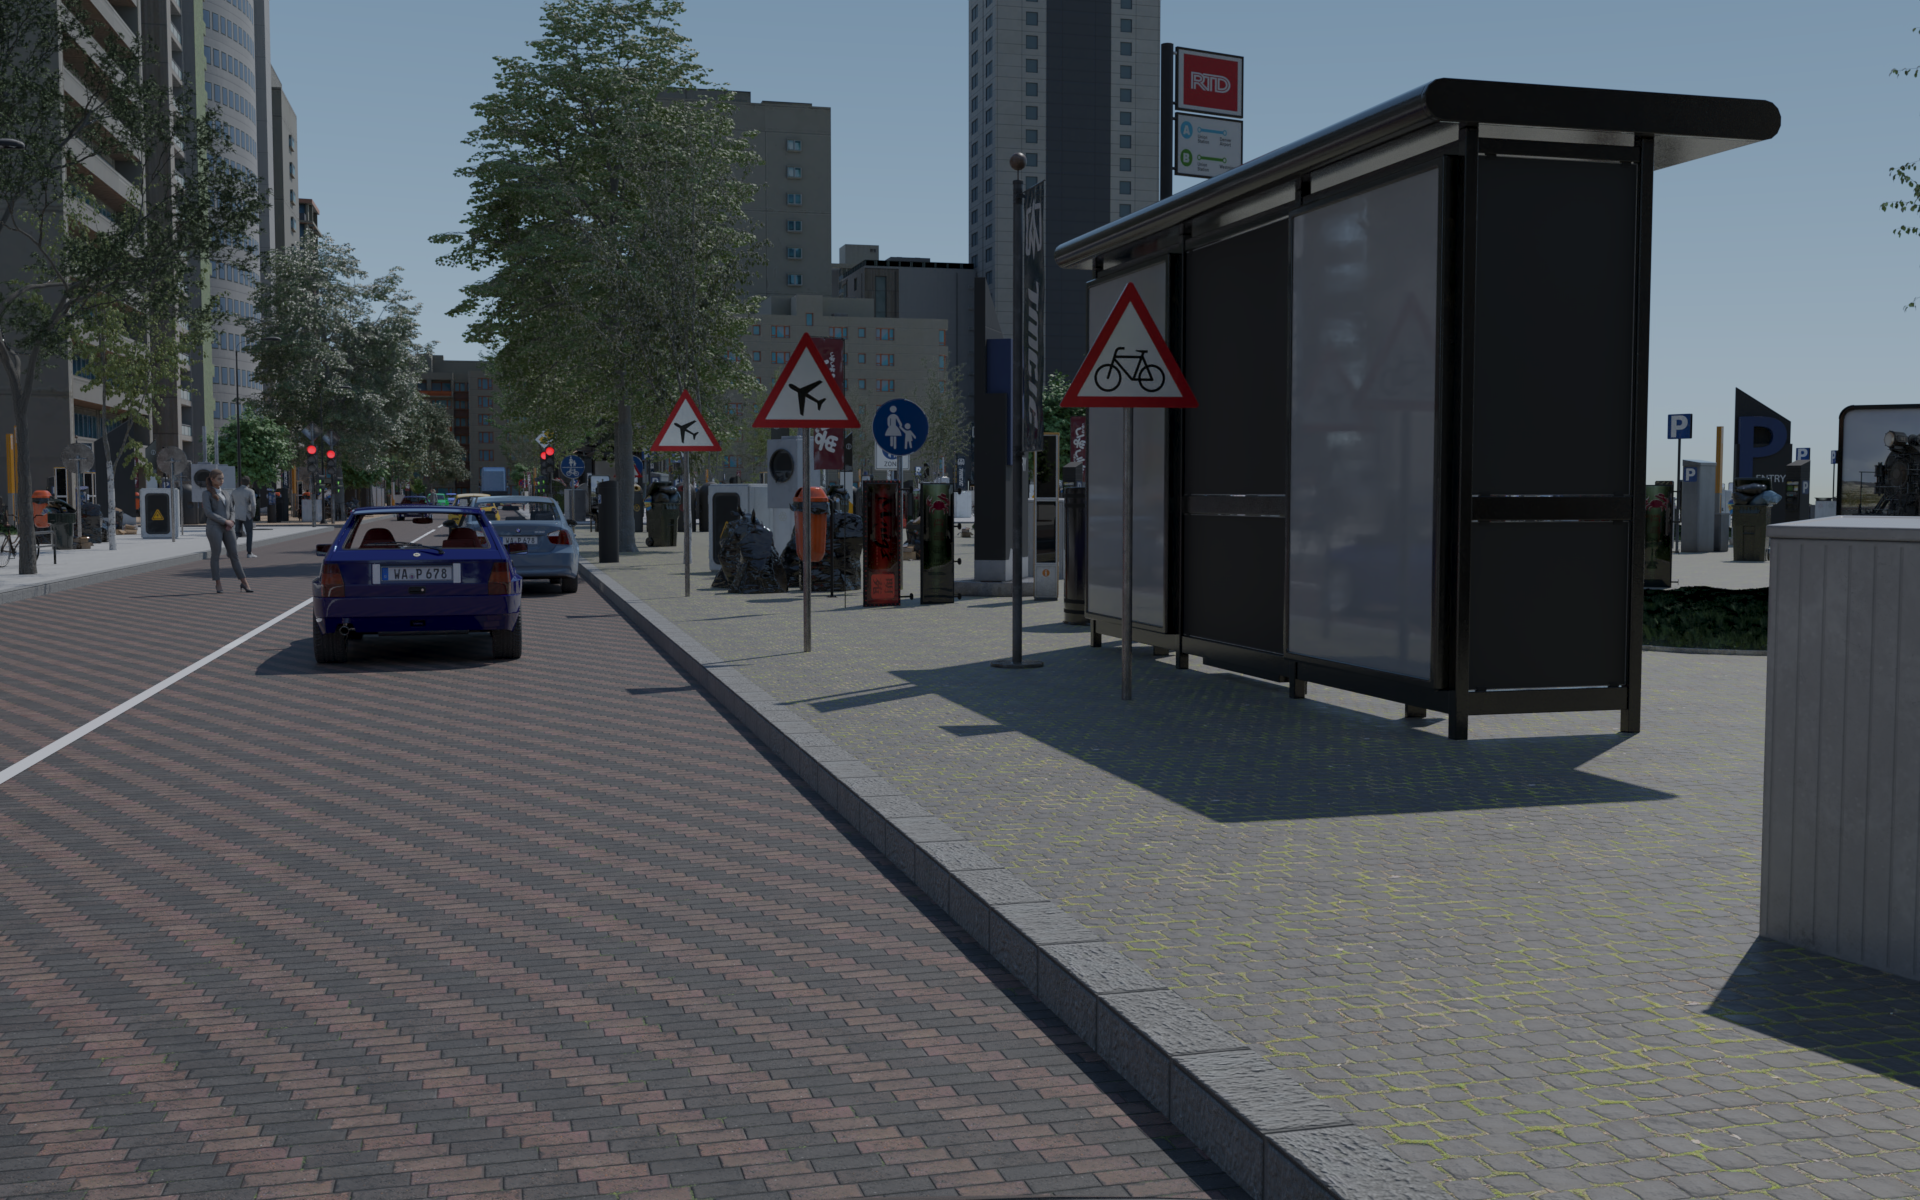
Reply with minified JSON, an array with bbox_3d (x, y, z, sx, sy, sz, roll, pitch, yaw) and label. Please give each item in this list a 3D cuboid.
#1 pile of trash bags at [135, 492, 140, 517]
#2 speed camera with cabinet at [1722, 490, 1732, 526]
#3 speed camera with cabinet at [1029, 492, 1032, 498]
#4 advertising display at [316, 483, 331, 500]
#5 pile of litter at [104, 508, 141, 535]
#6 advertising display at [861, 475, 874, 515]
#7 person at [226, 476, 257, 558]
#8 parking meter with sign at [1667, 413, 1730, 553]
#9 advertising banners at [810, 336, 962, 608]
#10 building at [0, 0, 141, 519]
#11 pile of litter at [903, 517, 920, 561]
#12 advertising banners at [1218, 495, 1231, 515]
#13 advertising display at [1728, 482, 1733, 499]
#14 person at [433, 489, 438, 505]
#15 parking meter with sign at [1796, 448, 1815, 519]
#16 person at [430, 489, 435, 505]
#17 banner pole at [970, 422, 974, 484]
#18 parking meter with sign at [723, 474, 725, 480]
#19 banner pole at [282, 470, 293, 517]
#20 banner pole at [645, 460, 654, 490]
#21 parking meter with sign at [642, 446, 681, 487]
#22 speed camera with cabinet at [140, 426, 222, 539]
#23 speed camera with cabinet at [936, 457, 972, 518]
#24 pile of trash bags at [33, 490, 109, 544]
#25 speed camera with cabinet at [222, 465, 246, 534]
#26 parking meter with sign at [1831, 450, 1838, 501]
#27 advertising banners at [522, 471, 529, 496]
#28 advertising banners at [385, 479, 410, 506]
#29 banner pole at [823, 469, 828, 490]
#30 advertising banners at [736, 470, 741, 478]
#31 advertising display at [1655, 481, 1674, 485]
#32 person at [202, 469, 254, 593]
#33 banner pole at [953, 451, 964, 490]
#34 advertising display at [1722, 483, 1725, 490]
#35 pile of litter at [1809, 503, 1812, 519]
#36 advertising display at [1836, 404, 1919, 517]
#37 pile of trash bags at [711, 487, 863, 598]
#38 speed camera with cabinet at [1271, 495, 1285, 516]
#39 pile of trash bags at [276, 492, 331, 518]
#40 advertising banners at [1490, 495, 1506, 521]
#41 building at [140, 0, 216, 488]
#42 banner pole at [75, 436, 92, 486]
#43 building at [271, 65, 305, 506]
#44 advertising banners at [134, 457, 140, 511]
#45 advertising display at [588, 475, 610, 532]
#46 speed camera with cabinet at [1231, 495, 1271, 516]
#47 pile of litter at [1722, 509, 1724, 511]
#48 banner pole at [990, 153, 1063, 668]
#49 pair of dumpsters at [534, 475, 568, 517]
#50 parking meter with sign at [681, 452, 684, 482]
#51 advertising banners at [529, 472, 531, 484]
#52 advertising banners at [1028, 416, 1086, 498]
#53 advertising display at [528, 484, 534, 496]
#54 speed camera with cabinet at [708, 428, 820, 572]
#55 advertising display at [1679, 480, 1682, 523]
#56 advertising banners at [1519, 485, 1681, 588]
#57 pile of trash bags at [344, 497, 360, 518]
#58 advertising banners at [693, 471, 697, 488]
[{"bbox_3d":[-45.466,-5.292,96.278,1.912,1.369,3.447,-1,4,-13],"label":"pile of trash bags"},{"bbox_3d":[30.058,-4.480,67.583,2.038,3.252,0.660,3,5,44],"label":"speed camera with cabinet"},{"bbox_3d":[4.737,-8.867,139.316,2.038,3.252,0.660,-1,4,-12],"label":"speed camera with cabinet"},{"bbox_3d":[-37.099,-5.865,101.110,0.974,1.923,0.123,-3,5,-45],"label":"advertising display"},{"bbox_3d":[-26.464,-2.482,54.549,1.719,0.858,1.176,-2,4,-29],"label":"pile of litter"},{"bbox_3d":[-3.103,-3.232,58.061,0.123,1.923,0.974,-1,4,-21],"label":"advertising display"},{"bbox_3d":[-16.084,-1.862,38.794,0.661,1.843,0.795,1,4,11],"label":"person"},{"bbox_3d":[16.302,-2.562,38.144,1.738,3.016,0.543,-2,4,-35],"label":"parking meter with sign"},{"bbox_3d":[-0.867,-1.440,19.728,2.074,3.025,0.090,-2,4,-33],"label":"advertising banners"},{"bbox_3d":[-56.387,-28.559,90.634,21.300,48.544,21.600,-1,4,-15],"label":"building"},{"bbox_3d":[-1.059,-1.223,33.955,1.176,0.858,1.719,-1,4,-10],"label":"pile of litter"},{"bbox_3d":[9.020,-4.136,63.818,2.074,3.025,0.090,0,4,2],"label":"advertising banners"},{"bbox_3d":[42.348,-5.453,94.374,0.123,1.923,0.974,-3,5,-40],"label":"advertising display"},{"bbox_3d":[-39.680,-7.443,130.381,0.709,1.800,0.728,1,4,9],"label":"person"},{"bbox_3d":[33.395,-4.456,69.121,1.738,3.016,0.543,2,4,28],"label":"parking meter with sign"},{"bbox_3d":[-39.203,-7.336,128.538,0.767,1.812,0.694,-2,4,-28],"label":"person"},{"bbox_3d":[0.729,-2.940,38.083,0.401,3.779,0.863,3,5,44],"label":"banner pole"},{"bbox_3d":[-20.901,-9.243,147.377,1.738,3.016,0.543,0,4,-2],"label":"parking meter with sign"},{"bbox_3d":[-37.508,-6.522,96.650,0.401,3.779,0.863,2,4,24],"label":"banner pole"},{"bbox_3d":[-20.859,-7.721,116.258,0.863,3.779,0.401,1,4,20],"label":"banner pole"},{"bbox_3d":[-10.562,-3.961,61.023,0.543,3.016,1.738,1,4,16],"label":"parking meter with sign"},{"bbox_3d":[-22.639,-3.418,50.216,2.038,3.252,0.660,-1,4,-18],"label":"speed camera with cabinet"},{"bbox_3d":[-0.396,-6.049,93.235,2.038,3.252,0.660,-2,4,-29],"label":"speed camera with cabinet"},{"bbox_3d":[-23.136,-2.128,44.541,1.912,1.369,3.447,-1,4,-12],"label":"pile of trash bags"},{"bbox_3d":[-22.678,-3.641,53.863,0.660,3.252,2.038,-3,5,-41],"label":"speed camera with cabinet"},{"bbox_3d":[35.533,-4.432,68.726,1.738,3.016,0.543,0,4,7],"label":"parking meter with sign"},{"bbox_3d":[-33.454,-8.362,132.906,0.090,3.025,2.074,-1,4,-9],"label":"advertising banners"},{"bbox_3d":[-46.867,-9.073,144.528,2.074,3.025,0.090,-1,4,-19],"label":"advertising banners"},{"bbox_3d":[-6.975,-6.108,89.884,0.401,3.779,0.863,1,4,18],"label":"banner pole"},{"bbox_3d":[-16.734,-8.023,127.365,0.090,3.025,2.074,-3,5,-44],"label":"advertising banners"},{"bbox_3d":[33.686,-4.749,82.864,0.123,1.923,0.974,-2,4,-33],"label":"advertising display"},{"bbox_3d":[-10.594,-0.994,25.034,0.573,1.790,0.520,1,4,9],"label":"person"},{"bbox_3d":[-0.089,-6.813,101.410,0.863,3.779,0.401,0,4,-3],"label":"banner pole"},{"bbox_3d":[45.869,-6.078,104.582,0.974,1.923,0.123,-3,4,-38],"label":"advertising display"},{"bbox_3d":[39.745,-4.074,80.581,1.176,0.858,1.719,0,4,-6],"label":"pile of litter"},{"bbox_3d":[6.805,-0.439,12.390,0.974,1.923,0.123,2,4,30],"label":"advertising display"},{"bbox_3d":[-2.174,-0.797,22.780,1.912,1.369,3.447,-1,4,-15],"label":"pile of trash bags"},{"bbox_3d":[19.220,-6.477,100.236,0.660,3.252,2.038,-3,5,-44],"label":"speed camera with cabinet"},{"bbox_3d":[-34.578,-4.991,91.359,3.447,1.369,1.912,-1,4,-13],"label":"pile of trash bags"},{"bbox_3d":[9.620,-2.154,31.403,2.074,3.025,0.090,1,4,10],"label":"advertising banners"},{"bbox_3d":[-61.119,-26.772,121.319,14.154,41.232,14.086,-1,4,-15],"label":"building"},{"bbox_3d":[-37.651,-5.160,74.382,0.863,3.779,0.401,-3,5,-44],"label":"banner pole"},{"bbox_3d":[-84.349,-34.588,189.221,21.600,48.544,21.300,-1,4,-15],"label":"building"},{"bbox_3d":[-37.043,-5.080,79.249,2.074,3.025,0.090,0,4,-1],"label":"advertising banners"},{"bbox_3d":[-12.206,-3.267,58.633,0.123,1.923,0.974,2,4,31],"label":"advertising display"},{"bbox_3d":[17.053,-6.532,101.129,2.038,3.252,0.660,0,4,-7],"label":"speed camera with cabinet"},{"bbox_3d":[27.639,-3.039,63.650,1.176,0.858,1.719,-2,4,-27],"label":"pile of litter"},{"bbox_3d":[0.485,-1.381,12.591,0.401,3.779,0.863,-1,4,-15],"label":"banner pole"},{"bbox_3d":[-20.626,-5.194,87.415,1.574,2.255,4.437,-1,4,-15],"label":"pair of dumpsters"},{"bbox_3d":[-10.901,-4.326,66.988,0.543,3.016,1.738,-1,4,-13],"label":"parking meter with sign"},{"bbox_3d":[-33.385,-8.557,136.094,0.090,3.025,2.074,2,4,24],"label":"advertising banners"},{"bbox_3d":[2.013,-2.623,39.078,2.074,3.025,0.090,2,4,28],"label":"advertising banners"},{"bbox_3d":[-28.285,-6.668,114.230,0.123,1.923,0.974,-2,4,-28],"label":"advertising display"},{"bbox_3d":[-3.199,-2.065,28.095,2.038,3.252,0.660,3,4,38],"label":"speed camera with cabinet"},{"bbox_3d":[32.312,-4.425,77.556,0.123,1.923,0.974,2,4,27],"label":"advertising display"},{"bbox_3d":[8.875,-1.702,24.011,2.074,3.025,0.090,2,4,24],"label":"advertising banners"},{"bbox_3d":[-34.353,-5.188,94.583,3.447,1.369,1.912,1,4,11],"label":"pile of trash bags"},{"bbox_3d":[-20.795,-8.393,133.407,0.090,3.025,2.074,2,4,24],"label":"advertising banners"}]
